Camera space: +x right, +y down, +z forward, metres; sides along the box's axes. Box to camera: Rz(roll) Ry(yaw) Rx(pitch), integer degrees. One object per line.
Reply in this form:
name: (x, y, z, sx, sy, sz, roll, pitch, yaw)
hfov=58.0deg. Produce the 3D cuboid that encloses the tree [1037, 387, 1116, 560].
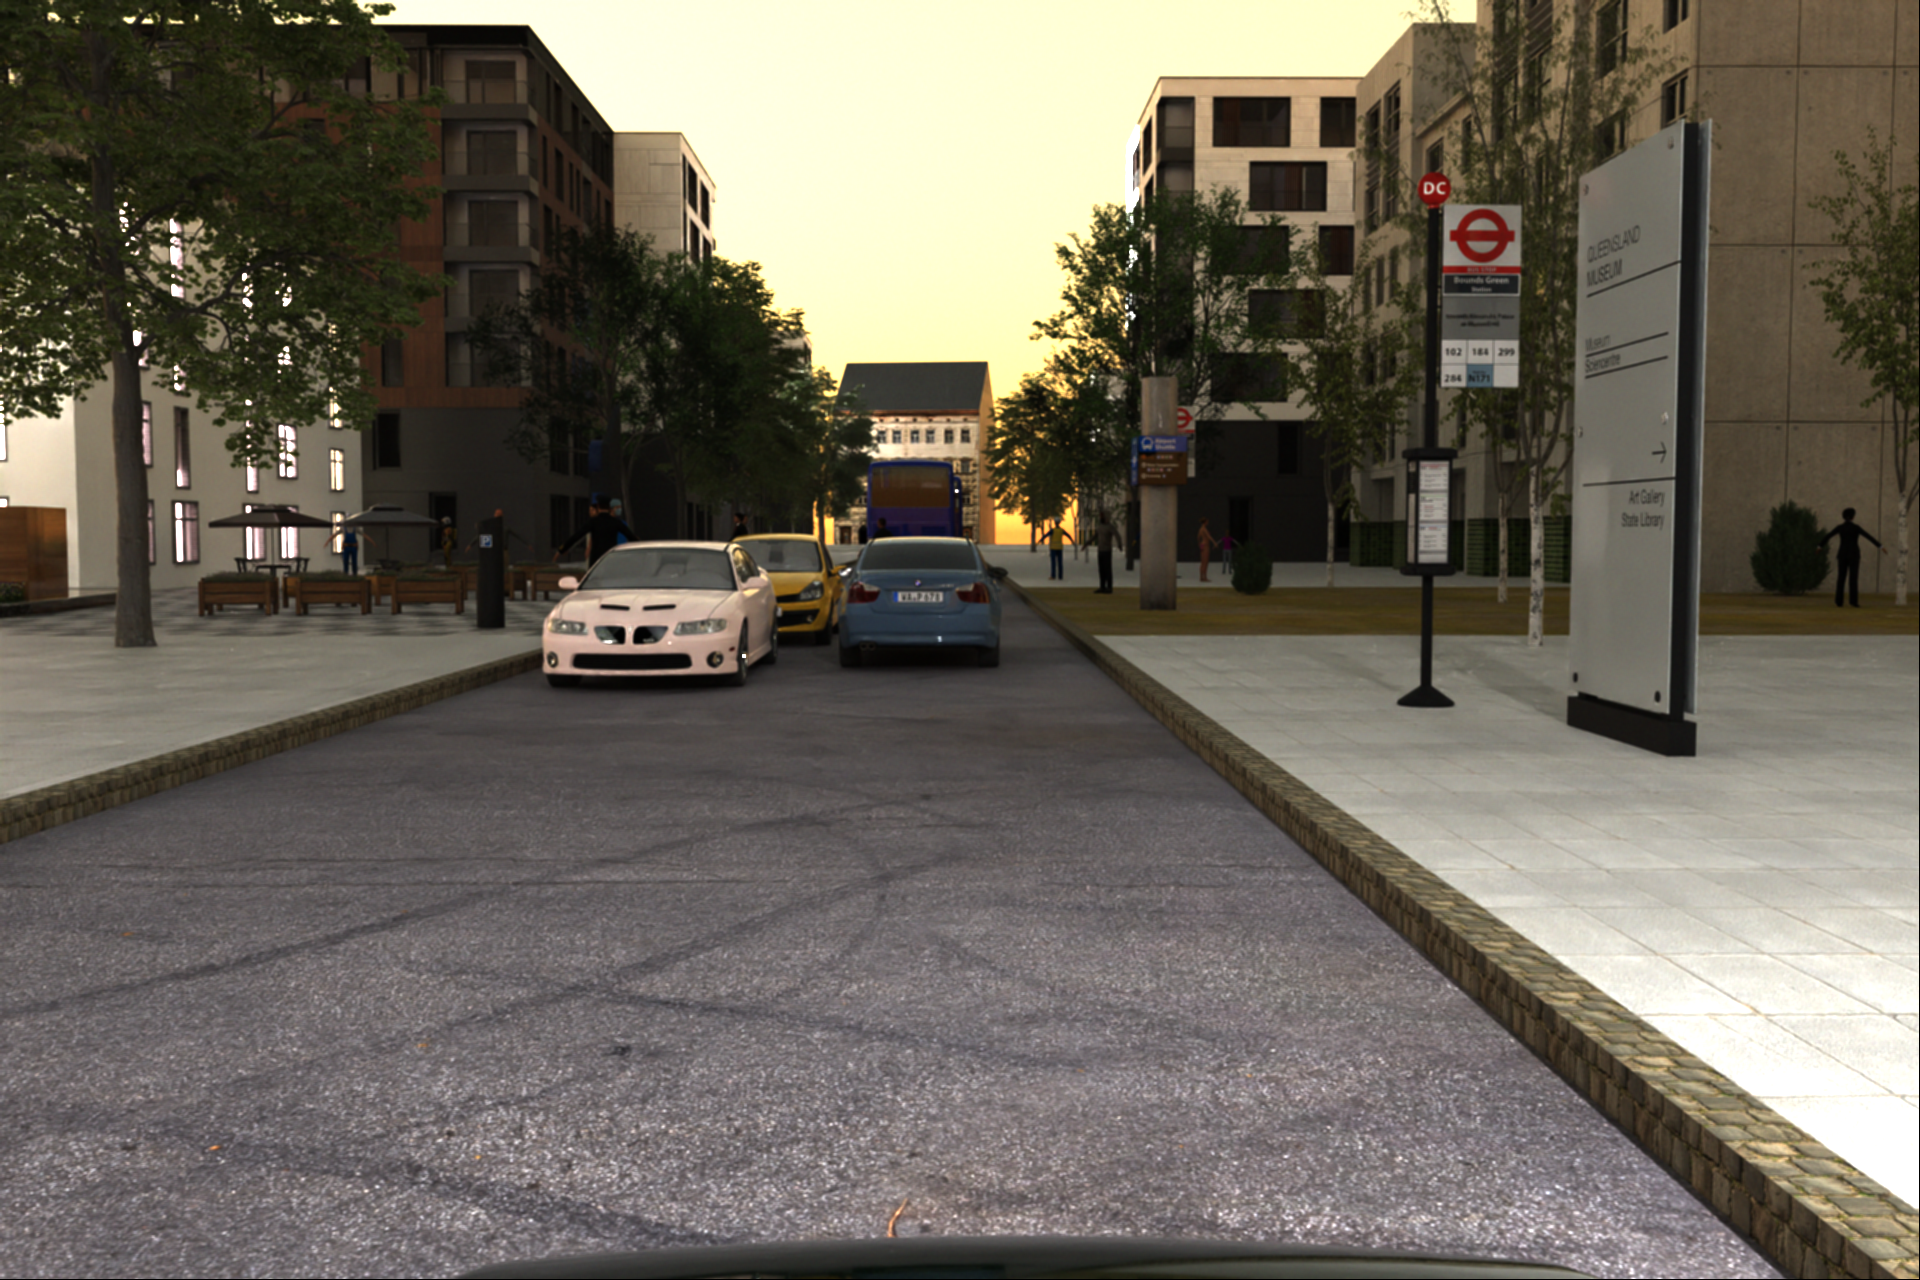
tree: (5.804, -8.309, 86.217, 4.737, 8.622, 4.395, 0, 3, 0)

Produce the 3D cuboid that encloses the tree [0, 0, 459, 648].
tree: (-9.864, -6.196, 19.425, 7.486, 12.596, 7.792, 0, 3, 0)

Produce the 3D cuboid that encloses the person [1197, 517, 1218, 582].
person: (6.669, -2.438, 46.672, 0.721, 1.733, 1.217, -1, 4, -14)

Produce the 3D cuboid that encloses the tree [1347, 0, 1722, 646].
tree: (6.738, -4.249, 19.836, 4.360, 8.622, 3.978, 0, 3, 0)

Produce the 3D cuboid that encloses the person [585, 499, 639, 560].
person: (-5.256, -1.247, 26.517, 0.704, 1.817, 1.347, 3, 4, 37)

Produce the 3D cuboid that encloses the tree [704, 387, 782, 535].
tree: (-9.942, -7.977, 80.781, 4.737, 8.622, 4.395, 0, 3, 0)

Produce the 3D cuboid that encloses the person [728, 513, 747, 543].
person: (-5.505, -2.248, 42.934, 0.705, 1.806, 1.347, -2, 4, -27)

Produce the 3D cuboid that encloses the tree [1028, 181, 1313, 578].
tree: (6.015, -7.624, 50.412, 9.928, 11.665, 9.643, 0, 3, 0)

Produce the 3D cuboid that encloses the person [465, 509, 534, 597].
person: (-9.385, -1.776, 35.308, 1.348, 1.796, 0.705, -1, 4, -18)

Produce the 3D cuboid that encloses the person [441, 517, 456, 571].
person: (-17.327, -3.221, 58.437, 0.705, 1.858, 1.354, -1, 4, -18)

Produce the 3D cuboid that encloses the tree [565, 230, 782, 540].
tree: (-9.741, -8.207, 59.934, 9.928, 11.665, 9.643, 0, 3, 0)

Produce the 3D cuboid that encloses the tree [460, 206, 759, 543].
tree: (-9.506, -7.024, 49.257, 8.767, 10.594, 7.601, -3, 5, -43)

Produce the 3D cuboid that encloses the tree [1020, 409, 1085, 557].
tree: (5.254, -9.052, 98.360, 4.737, 8.622, 4.395, 0, 3, 0)

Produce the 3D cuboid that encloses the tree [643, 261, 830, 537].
tree: (-9.276, -9.395, 71.732, 7.486, 12.596, 7.792, 0, 3, 0)

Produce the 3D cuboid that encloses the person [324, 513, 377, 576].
person: (-16.179, -2.452, 45.952, 1.347, 1.847, 0.705, -2, 4, -27)

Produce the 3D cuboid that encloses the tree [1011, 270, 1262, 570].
tree: (6.005, -7.720, 60.640, 8.767, 10.594, 7.601, 0, 4, -3)

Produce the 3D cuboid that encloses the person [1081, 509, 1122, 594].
person: (3.114, -1.915, 37.440, 0.705, 1.813, 1.348, -2, 4, -34)

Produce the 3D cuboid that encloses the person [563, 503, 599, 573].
person: (-6.215, -1.426, 29.499, 1.347, 1.806, 0.705, 2, 4, 33)

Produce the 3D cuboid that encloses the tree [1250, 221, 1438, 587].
tree: (9.165, -5.572, 41.469, 4.737, 8.622, 4.395, 0, 3, 0)

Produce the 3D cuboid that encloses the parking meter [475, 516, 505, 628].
parking meter: (-6.448, -0.939, 23.764, 0.372, 1.533, 0.369, 0, 3, 0)

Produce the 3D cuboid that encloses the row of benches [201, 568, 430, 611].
row of benches: (-11.297, -0.910, 30.346, 1.422, 0.672, 4.104, 3, 5, 42)

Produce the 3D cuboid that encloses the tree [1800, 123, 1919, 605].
tree: (17.184, -4.930, 30.961, 4.737, 8.622, 4.395, 0, 3, 0)

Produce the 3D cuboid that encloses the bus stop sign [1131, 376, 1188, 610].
bus stop sign: (3.362, -2.463, 29.285, 0.837, 3.901, 0.837, 0, 4, -2)

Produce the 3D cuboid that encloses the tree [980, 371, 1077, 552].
tree: (4.926, -12.391, 120.727, 7.486, 12.596, 7.792, 0, 3, 0)

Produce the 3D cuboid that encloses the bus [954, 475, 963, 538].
bus: (-1.297, -4.681, 68.082, 2.896, 3.916, 12.251, 0, 4, -1)

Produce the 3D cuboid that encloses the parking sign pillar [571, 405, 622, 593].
parking sign pillar: (-7.273, -2.880, 35.563, 1.447, 3.967, 1.447, 0, 4, 0)

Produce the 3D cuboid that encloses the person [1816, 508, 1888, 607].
person: (15.670, -1.453, 30.481, 0.721, 1.740, 1.216, -3, 5, -39)

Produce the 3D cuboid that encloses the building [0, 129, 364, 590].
building: (-22.872, -6.603, 50.102, 9.099, 9.664, 28.070, 0, 4, 0)

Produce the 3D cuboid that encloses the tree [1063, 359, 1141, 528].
tree: (5.905, -7.304, 69.775, 4.737, 8.622, 4.395, 0, 3, 0)

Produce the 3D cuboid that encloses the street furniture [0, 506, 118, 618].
street furniture: (-19.149, -1.320, 28.444, 9.812, 1.723, 11.010, -1, 4, -10)

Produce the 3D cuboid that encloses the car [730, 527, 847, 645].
car: (-2.510, -0.818, 23.605, 2.015, 1.641, 3.980, 0, 4, 0)

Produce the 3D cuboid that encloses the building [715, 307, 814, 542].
building: (-29.547, -20.007, 171.094, 27.936, 21.610, 32.646, 0, 4, -1)

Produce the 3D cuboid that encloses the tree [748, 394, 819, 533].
tree: (-9.703, -8.542, 90.017, 4.737, 8.622, 4.395, 0, 3, 0)

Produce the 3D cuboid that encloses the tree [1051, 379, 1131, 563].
tree: (5.565, -7.753, 77.125, 4.360, 8.622, 3.978, 0, 3, 0)

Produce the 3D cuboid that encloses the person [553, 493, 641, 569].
person: (-4.876, -1.087, 23.706, 1.347, 1.837, 0.705, -2, 4, -24)

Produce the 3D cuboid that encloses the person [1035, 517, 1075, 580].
person: (2.693, -2.585, 48.723, 1.216, 1.772, 0.721, -1, 4, -20)

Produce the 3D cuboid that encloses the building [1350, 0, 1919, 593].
building: (24.043, -11.412, 53.041, 16.747, 18.905, 31.486, 0, 4, 0)

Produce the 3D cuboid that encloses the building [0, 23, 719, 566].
building: (-28.047, -14.807, 86.069, 27.936, 21.610, 32.646, 0, 4, -1)

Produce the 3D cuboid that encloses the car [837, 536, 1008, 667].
car: (-0.438, -0.486, 19.943, 2.014, 1.417, 4.499, 0, 4, 0)

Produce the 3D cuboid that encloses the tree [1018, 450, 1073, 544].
tree: (10.826, -18.350, 218.144, 7.486, 12.596, 7.792, 0, 3, 0)

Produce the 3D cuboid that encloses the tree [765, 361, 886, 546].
tree: (-10.098, -13.443, 126.450, 9.857, 13.997, 8.962, 0, 3, 0)

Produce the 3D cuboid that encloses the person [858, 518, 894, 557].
person: (-1.817, -1.913, 39.963, 0.704, 1.802, 1.346, 3, 5, 41)

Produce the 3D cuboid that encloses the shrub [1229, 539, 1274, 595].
shrub: (6.157, -1.558, 36.584, 1.383, 1.207, 1.383, 0, 3, 0)

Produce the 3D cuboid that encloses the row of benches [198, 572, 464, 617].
row of benches: (-10.053, -0.741, 27.579, 4.104, 0.672, 1.422, -1, 4, -10)

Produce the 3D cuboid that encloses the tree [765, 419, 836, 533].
tree: (-10.222, -9.436, 104.646, 4.360, 8.622, 3.978, 0, 3, 0)

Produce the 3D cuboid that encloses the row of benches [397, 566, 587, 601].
row of benches: (-8.980, -1.117, 33.722, 4.104, 0.672, 1.422, 1, 4, 12)

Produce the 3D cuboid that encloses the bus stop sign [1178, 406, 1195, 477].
bus stop sign: (4.038, -2.707, 32.961, 0.855, 3.939, 0.416, 0, 4, -1)

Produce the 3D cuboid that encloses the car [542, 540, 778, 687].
car: (-2.947, -0.330, 17.763, 2.083, 1.381, 4.827, 0, 4, 0)

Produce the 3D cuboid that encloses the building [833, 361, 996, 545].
building: (-5.429, -23.628, 219.703, 18.063, 23.208, 19.493, 0, 4, 7)

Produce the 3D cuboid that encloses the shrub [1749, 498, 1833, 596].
shrub: (17.248, -1.930, 35.968, 1.690, 2.028, 1.600, 0, 3, 0)

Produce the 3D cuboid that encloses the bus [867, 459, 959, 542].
bus: (-1.445, -3.930, 55.810, 2.896, 3.916, 12.251, 0, 4, 0)

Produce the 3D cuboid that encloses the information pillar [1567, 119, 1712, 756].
information pillar: (4.159, -1.185, 10.697, 0.184, 3.620, 1.656, 0, 3, 0)

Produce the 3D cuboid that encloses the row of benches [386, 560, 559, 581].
row of benches: (-11.618, -1.567, 41.086, 4.104, 0.672, 1.422, -1, 4, -11)

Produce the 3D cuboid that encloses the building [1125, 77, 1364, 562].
building: (22.699, -15.303, 94.179, 27.936, 21.610, 32.646, 0, 4, -1)

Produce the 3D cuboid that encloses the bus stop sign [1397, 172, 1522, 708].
bus stop sign: (3.715, -1.479, 12.881, 0.855, 3.939, 0.416, 0, 3, 0)

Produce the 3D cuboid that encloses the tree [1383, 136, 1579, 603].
tree: (10.011, -4.988, 31.918, 4.737, 8.622, 4.395, 0, 3, 0)

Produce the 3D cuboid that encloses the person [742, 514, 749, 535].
person: (-5.772, -2.464, 46.422, 0.704, 1.812, 1.346, 0, 4, 3)

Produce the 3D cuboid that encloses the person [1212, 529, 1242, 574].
person: (8.590, -2.834, 55.603, 0.991, 1.433, 0.599, 1, 4, 14)

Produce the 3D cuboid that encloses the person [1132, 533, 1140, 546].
person: (5.821, -2.845, 52.486, 1.349, 1.833, 0.705, -1, 4, -18)

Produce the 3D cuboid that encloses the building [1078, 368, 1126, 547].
building: (22.672, -19.987, 193.238, 16.747, 18.905, 31.486, 0, 4, 0)
